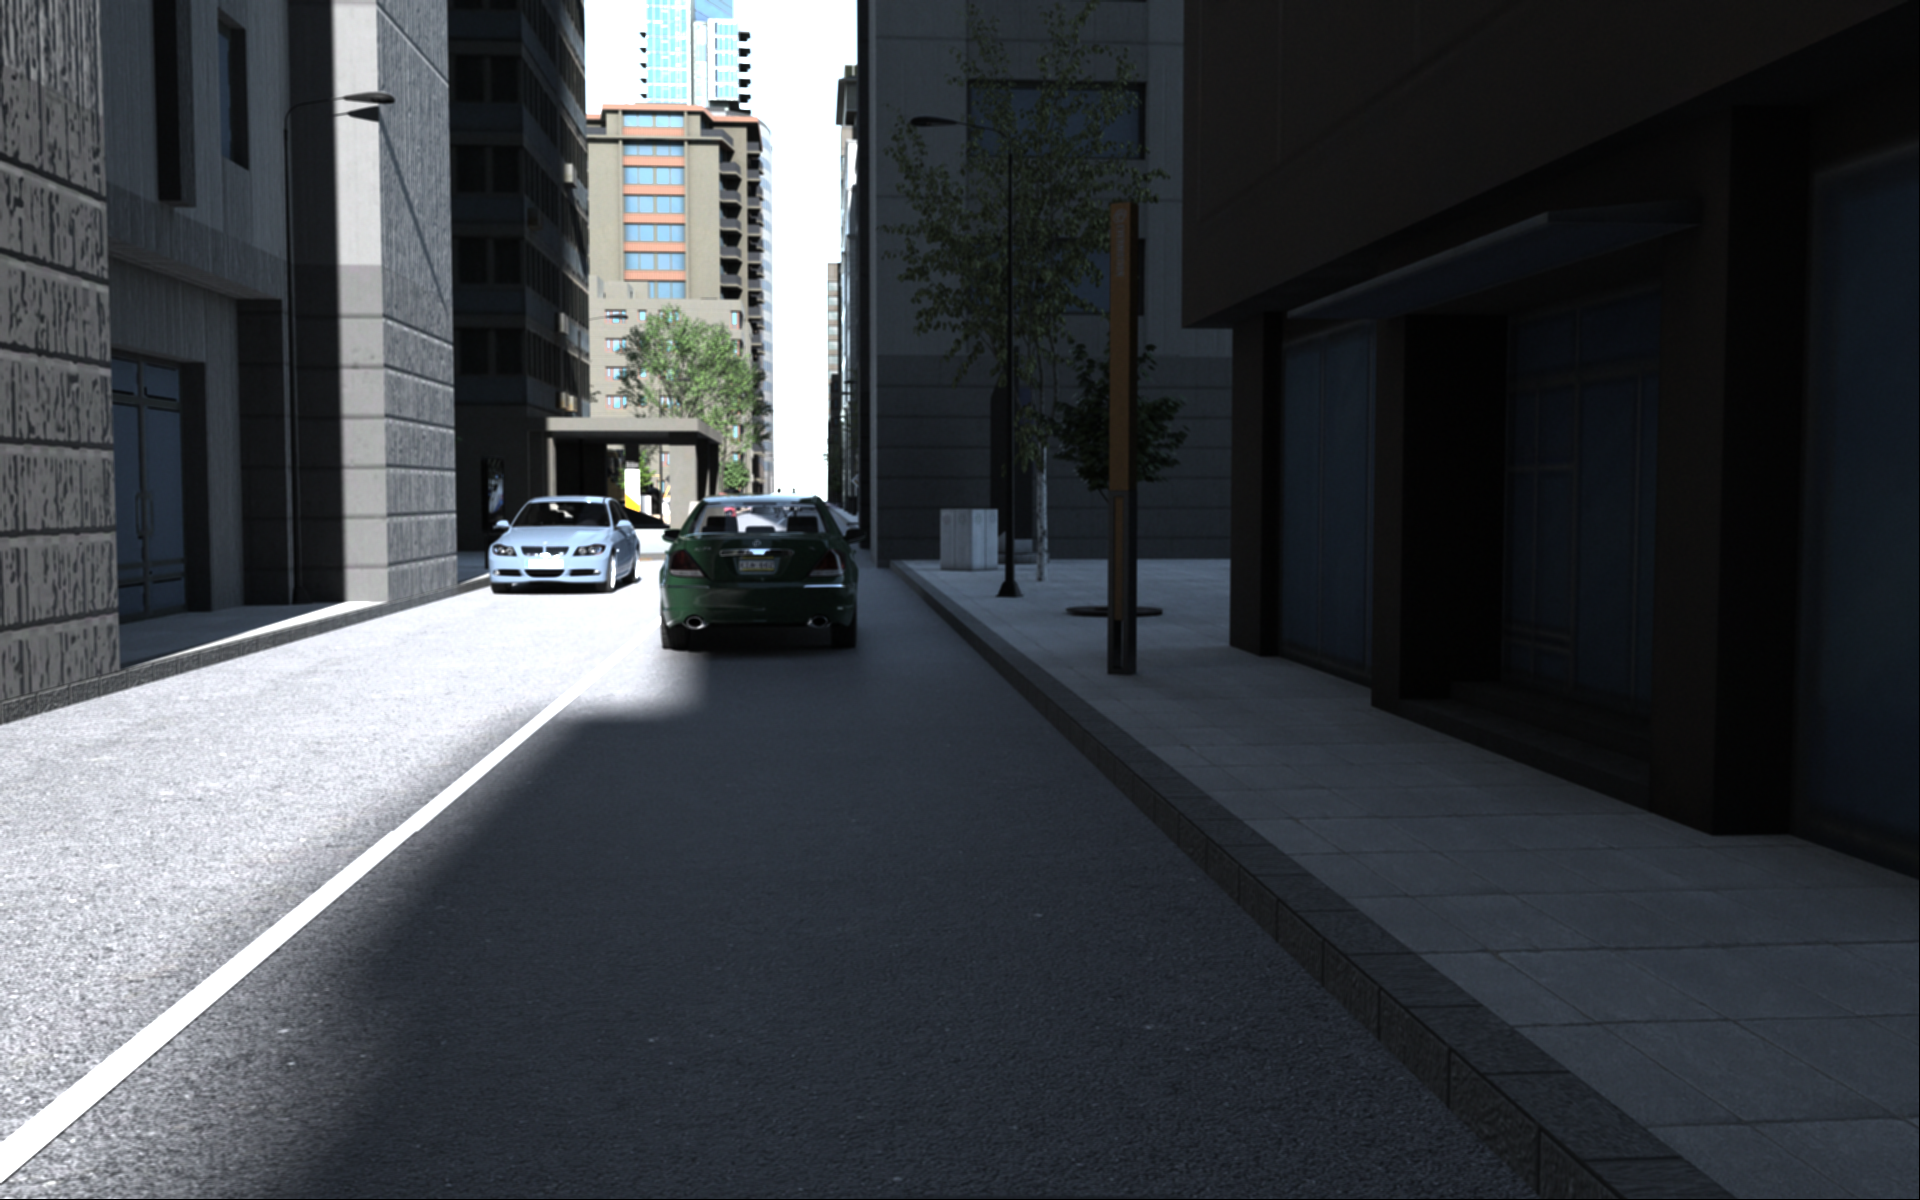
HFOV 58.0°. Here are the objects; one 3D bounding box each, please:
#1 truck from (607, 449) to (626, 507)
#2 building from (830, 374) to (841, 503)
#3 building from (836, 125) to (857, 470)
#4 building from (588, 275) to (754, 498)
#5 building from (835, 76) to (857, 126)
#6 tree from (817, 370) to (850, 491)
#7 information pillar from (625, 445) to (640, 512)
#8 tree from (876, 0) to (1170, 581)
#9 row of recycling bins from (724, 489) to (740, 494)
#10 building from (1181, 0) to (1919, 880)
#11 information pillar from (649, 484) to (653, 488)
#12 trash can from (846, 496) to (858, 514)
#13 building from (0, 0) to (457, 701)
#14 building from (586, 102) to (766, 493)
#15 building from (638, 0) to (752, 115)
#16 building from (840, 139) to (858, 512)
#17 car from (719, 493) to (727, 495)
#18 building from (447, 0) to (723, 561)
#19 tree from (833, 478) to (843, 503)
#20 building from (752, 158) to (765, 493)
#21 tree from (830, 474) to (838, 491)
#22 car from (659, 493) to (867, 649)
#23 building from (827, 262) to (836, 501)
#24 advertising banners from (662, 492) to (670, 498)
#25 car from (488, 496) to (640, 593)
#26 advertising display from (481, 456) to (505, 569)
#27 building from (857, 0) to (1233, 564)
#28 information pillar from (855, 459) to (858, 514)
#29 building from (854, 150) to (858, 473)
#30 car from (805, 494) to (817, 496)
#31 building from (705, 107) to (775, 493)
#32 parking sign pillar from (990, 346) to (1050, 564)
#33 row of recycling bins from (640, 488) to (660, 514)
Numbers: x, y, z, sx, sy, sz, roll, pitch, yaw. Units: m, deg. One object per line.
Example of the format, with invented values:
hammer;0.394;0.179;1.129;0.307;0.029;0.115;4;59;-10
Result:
truck;-18.085;-4.760;73.750;9.791;3.379;3.469;0;4;-3
building;-5.871;-25.672;264.780;27.650;21.520;28.899;0;4;-5
building;-6.467;-31.322;195.709;14.154;41.232;14.086;0;4;-5
building;-34.401;-19.706;167.235;27.650;21.520;28.899;0;4;-5
building;-0.949;-38.374;216.646;28.713;52.752;27.495;0;4;-5
tree;-4.848;-8.910;96.047;4.737;8.622;4.395;0;3;0
information pillar;-11.045;-4.105;58.465;0.504;3.616;0.183;-1;4;-14
tree;0.972;-4.583;25.297;4.737;8.622;4.395;0;3;0
row of recycling bins;-17.829;-7.804;134.702;1.069;1.692;3.534;-1;4;-18
building;9.373;-21.838;7.169;14.600;45.320;14.200;0;4;-5
information pillar;-20.139;-6.612;112.591;0.304;2.012;0.304;3;5;42
trash can;-7.037;-6.197;112.966;0.748;1.137;0.748;0;3;0
building;-16.399;-28.499;7.954;21.231;58.520;28.212;0;4;-5
building;-33.457;-33.132;196.328;22.147;44.769;28.867;0;4;-5
building;-42.730;-59.962;293.054;22.319;86.520;31.000;0;4;-5
building;-3.819;-22.121;139.177;11.434;29.767;29.804;0;4;-5
car;-9.204;-3.373;64.187;2.155;1.783;4.494;0;4;-7
building;-22.433;-21.424;42.165;32.217;40.220;23.993;0;4;-5
tree;-17.157;-15.518;248.313;1.663;3.219;1.824;0;3;0
building;-32.352;-34.745;218.192;14.600;45.320;14.200;0;4;-5
tree;-16.872;-15.893;243.556;4.285;4.588;4.351;0;3;0
car;-1.984;-0.349;17.509;2.131;1.459;4.920;0;4;-5
building;-16.449;-38.074;306.103;14.154;41.232;14.086;0;4;-5
advertising banners;-23.091;-8.707;138.540;2.074;3.025;0.090;0;4;1
car;-5.978;-0.889;26.541;2.014;1.417;4.499;0;4;-3
advertising display;-8.101;-1.520;30.068;0.123;1.923;0.974;0;4;2
building;7.668;-30.865;46.642;21.231;58.520;28.212;0;4;-5
information pillar;-6.879;-7.523;114.362;0.183;3.616;0.504;0;4;-7
building;0.549;-19.519;112.650;14.314;27.812;24.014;0;4;-5
car;-12.575;-8.111;144.615;2.014;1.417;4.499;0;4;-5
building;-39.207;-44.135;263.599;21.231;58.520;28.212;0;4;-5
parking sign pillar;0.952;-2.677;32.241;1.447;3.967;1.447;-1;4;-16
row of recycling bins;-20.394;-6.243;109.191;1.069;1.692;3.534;3;4;37
